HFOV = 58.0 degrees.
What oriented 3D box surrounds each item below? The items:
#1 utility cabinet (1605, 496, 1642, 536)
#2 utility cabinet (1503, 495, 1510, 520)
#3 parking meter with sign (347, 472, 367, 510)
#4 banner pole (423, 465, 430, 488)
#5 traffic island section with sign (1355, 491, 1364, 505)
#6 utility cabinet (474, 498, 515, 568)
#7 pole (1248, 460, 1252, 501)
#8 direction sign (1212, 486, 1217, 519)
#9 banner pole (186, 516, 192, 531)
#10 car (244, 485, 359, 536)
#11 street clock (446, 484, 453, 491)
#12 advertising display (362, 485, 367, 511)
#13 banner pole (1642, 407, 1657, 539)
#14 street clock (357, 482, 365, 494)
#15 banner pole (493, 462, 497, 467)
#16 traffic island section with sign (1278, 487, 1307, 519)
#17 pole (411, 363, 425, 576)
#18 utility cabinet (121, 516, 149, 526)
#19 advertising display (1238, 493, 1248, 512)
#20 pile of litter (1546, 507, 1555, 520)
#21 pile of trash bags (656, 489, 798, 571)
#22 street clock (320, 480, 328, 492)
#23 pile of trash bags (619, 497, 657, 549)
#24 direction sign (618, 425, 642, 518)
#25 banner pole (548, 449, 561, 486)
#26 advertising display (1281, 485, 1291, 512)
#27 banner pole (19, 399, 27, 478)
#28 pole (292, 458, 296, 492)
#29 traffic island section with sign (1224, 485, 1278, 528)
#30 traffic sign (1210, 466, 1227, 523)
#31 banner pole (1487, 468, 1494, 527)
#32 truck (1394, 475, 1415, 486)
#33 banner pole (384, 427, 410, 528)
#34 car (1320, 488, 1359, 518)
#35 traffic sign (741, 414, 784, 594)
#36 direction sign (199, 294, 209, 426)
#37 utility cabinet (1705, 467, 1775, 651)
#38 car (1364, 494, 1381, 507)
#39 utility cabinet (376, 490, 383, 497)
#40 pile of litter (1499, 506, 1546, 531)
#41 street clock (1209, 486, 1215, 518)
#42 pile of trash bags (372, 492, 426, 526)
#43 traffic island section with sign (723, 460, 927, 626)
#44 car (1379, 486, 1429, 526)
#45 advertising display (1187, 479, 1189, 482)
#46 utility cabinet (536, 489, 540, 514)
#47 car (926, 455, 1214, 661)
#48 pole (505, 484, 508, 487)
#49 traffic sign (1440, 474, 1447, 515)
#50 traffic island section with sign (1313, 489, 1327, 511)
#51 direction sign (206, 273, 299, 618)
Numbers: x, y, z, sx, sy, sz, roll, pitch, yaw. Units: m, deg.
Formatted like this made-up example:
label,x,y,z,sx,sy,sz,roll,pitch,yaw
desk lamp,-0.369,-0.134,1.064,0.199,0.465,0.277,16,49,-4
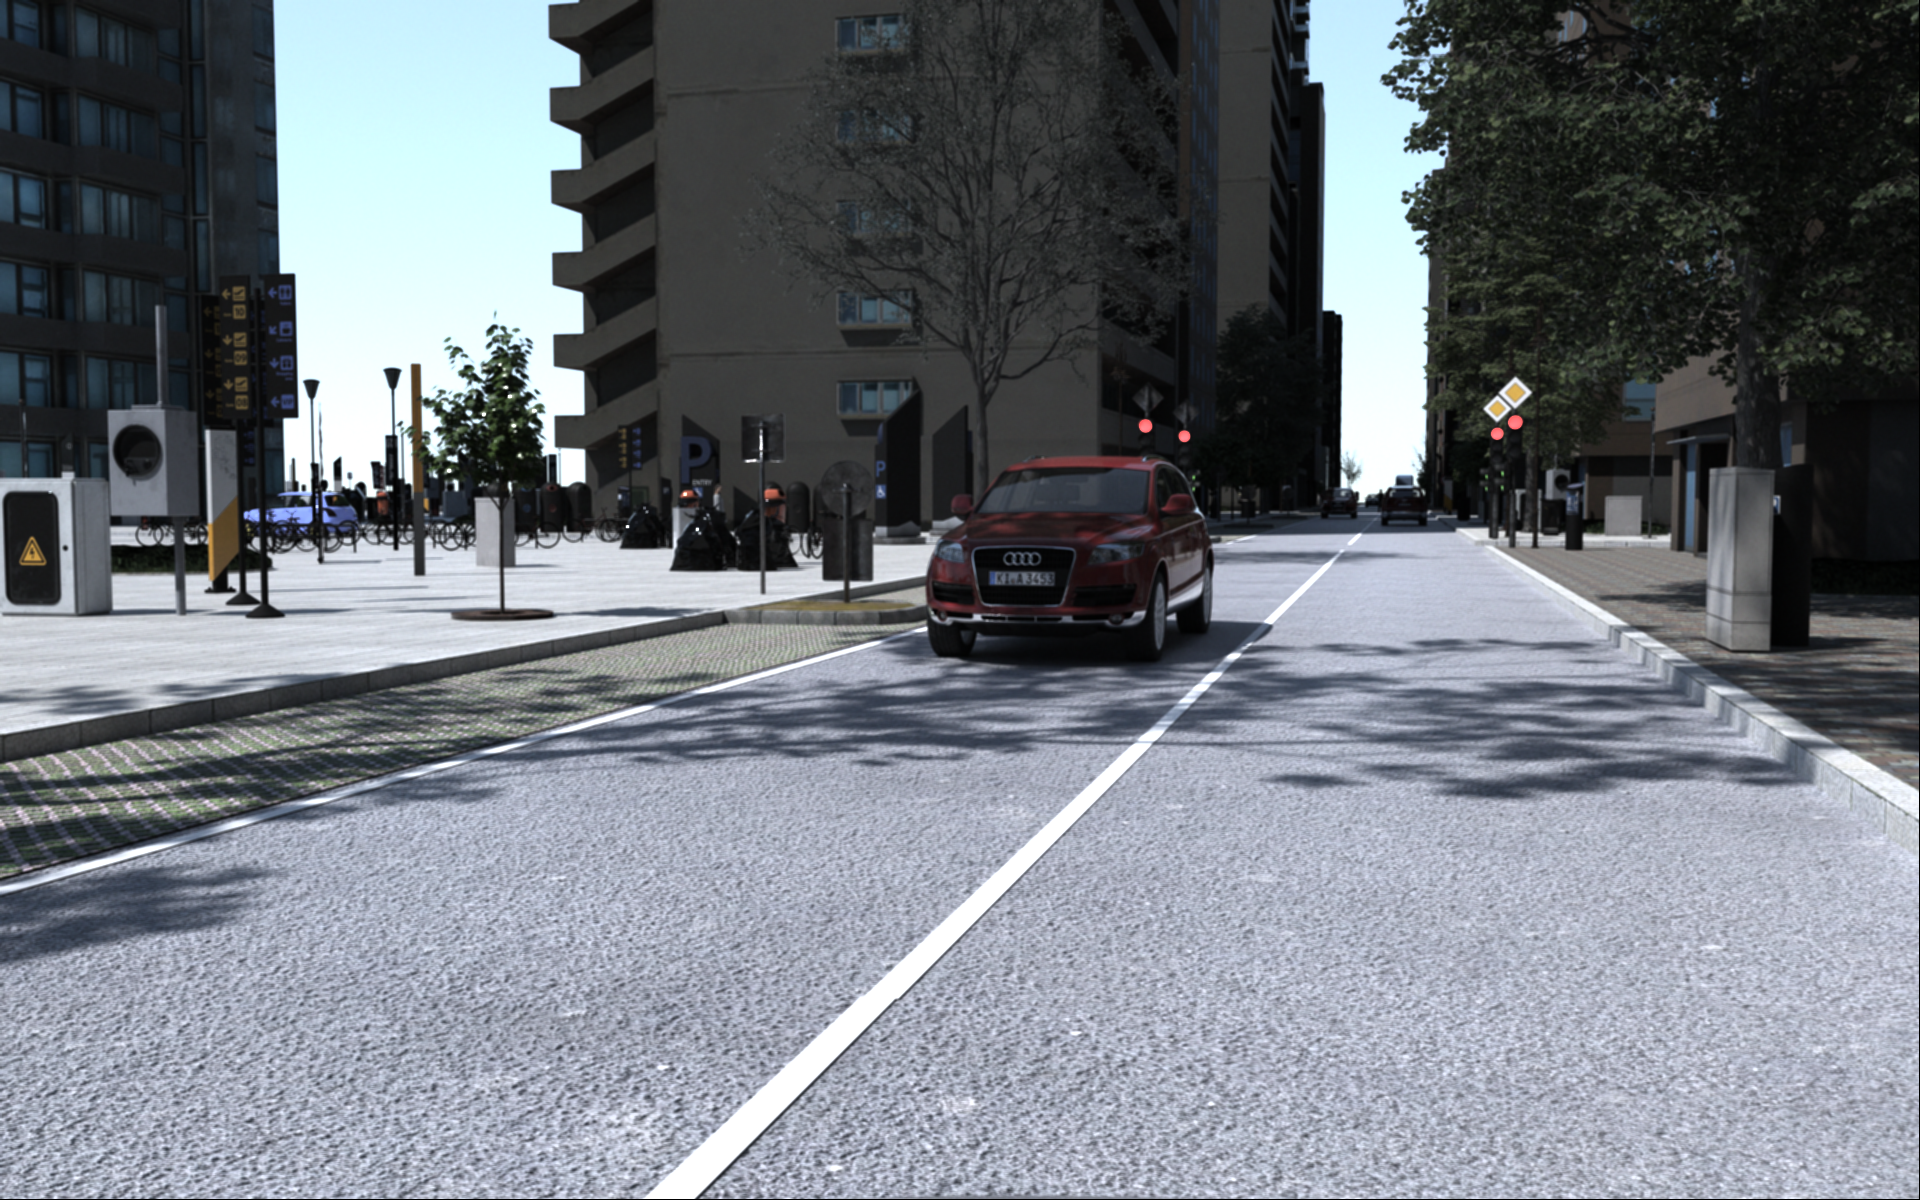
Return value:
label,x,y,z,sx,sy,sz,roll,pitch,yaw
utility cabinet,20.188,-2.541,52.709,1.020,1.237,0.306,1,4,9
utility cabinet,26.747,-4.480,84.404,0.306,1.237,1.020,0,4,3
parking meter with sign,-47.783,-8.659,137.839,1.738,3.016,0.543,1,4,12
banner pole,-27.403,-6.008,88.255,0.863,3.779,0.401,0,4,1
traffic island section with sign,58.402,-15.037,254.489,1.989,1.847,2.006,1,4,14
utility cabinet,-8.206,-1.189,30.596,0.306,1.237,1.020,-3,5,-40
pole,17.263,-6.684,103.134,0.158,3.312,0.155,0,3,0
direction sign,13.091,-5.905,88.546,0.379,3.537,0.876,1,4,22
banner pole,-26.732,-4.280,59.995,0.401,3.779,0.863,-1,4,-11
car,-20.455,-2.674,53.309,3.694,1.707,1.945,1,4,13
street clock,-37.320,-7.471,126.726,0.358,2.002,0.471,3,5,43
advertising display,-44.245,-7.521,128.187,0.123,1.923,0.974,1,4,13
banner pole,19.824,-3.645,49.608,0.401,3.779,0.863,1,4,16
street clock,-35.149,-5.940,101.690,0.471,2.002,0.358,-1,4,-21
banner pole,-23.848,-5.976,87.718,0.863,3.779,0.401,-2,4,-27
traffic island section with sign,18.973,-5.569,99.689,1.989,1.847,2.006,1,4,14
pole,-8.505,-2.039,27.174,0.158,3.312,0.155,0,3,0
utility cabinet,-33.067,-3.564,69.436,1.020,1.237,0.306,0,4,6
advertising display,20.133,-7.183,122.654,0.974,1.923,0.123,3,4,39
pile of litter,22.004,-3.172,65.825,1.719,0.858,1.176,1,4,10
pile of trash bags,-3.706,-1.252,30.231,1.912,1.369,3.447,1,4,11
street clock,-32.436,-5.125,88.362,0.358,2.002,0.471,0,4,4
pile of trash bags,-6.962,-1.972,42.000,1.912,1.369,3.447,0,4,7
direction sign,-10.834,-3.970,56.903,0.876,3.537,0.379,1,4,21
banner pole,-22.257,-6.444,95.383,0.863,3.779,0.401,-2,4,-26
advertising display,23.454,-7.297,124.527,0.974,1.923,0.123,-3,5,-41
banner pole,-24.888,-3.430,46.096,0.401,3.779,0.863,-1,4,-22
pole,-37.521,-6.344,97.565,0.158,3.312,0.155,0,3,0
traffic island section with sign,12.270,-3.963,73.420,1.989,1.847,2.006,1,4,14
traffic sign,11.549,-4.727,77.387,0.768,2.556,0.104,1,4,20
banner pole,20.860,-4.754,67.744,0.401,3.779,0.863,1,4,14
truck,60.728,-15.109,236.795,2.967,4.110,18.799,1,4,15
banner pole,-21.038,-4.567,64.694,0.863,3.779,0.401,-2,4,-31
car,22.702,-5.806,103.603,2.281,1.827,5.304,1,4,14
traffic sign,-2.521,-1.223,22.126,0.606,2.300,0.079,1,4,20
direction sign,-8.337,-1.715,20.042,0.379,3.537,0.876,3,4,36
utility cabinet,6.516,-0.354,14.465,0.318,1.500,1.173,1,4,14
car,44.727,-10.854,187.244,2.009,1.686,4.222,1,4,14
utility cabinet,-33.311,-5.549,99.403,0.318,1.500,1.173,-1,4,-22
pile of litter,19.589,-2.873,60.944,1.176,0.858,1.719,0,4,-5
street clock,13.276,-5.294,91.132,0.471,2.002,0.358,3,4,38
pile of trash bags,-23.513,-3.807,71.994,1.912,1.369,3.447,0,4,-2
traffic island section with sign,-1.416,-0.678,19.715,1.989,1.847,2.006,1,4,14
car,20.570,-4.378,80.256,2.281,1.827,5.304,1,4,14
advertising display,8.613,-3.730,66.196,0.123,1.923,0.974,1,4,20
utility cabinet,-18.798,-4.247,78.114,1.173,1.500,0.318,0,4,7
car,1.201,-0.491,16.696,2.281,1.827,5.304,1,4,15
pole,-20.374,-5.130,77.712,0.158,3.312,0.155,0,3,0
traffic sign,30.305,-6.597,107.970,0.768,2.556,0.104,1,4,16
traffic island section with sign,31.084,-8.477,147.227,1.989,1.847,2.006,1,4,14
direction sign,-7.243,-1.587,17.949,0.876,3.537,0.379,1,4,13
